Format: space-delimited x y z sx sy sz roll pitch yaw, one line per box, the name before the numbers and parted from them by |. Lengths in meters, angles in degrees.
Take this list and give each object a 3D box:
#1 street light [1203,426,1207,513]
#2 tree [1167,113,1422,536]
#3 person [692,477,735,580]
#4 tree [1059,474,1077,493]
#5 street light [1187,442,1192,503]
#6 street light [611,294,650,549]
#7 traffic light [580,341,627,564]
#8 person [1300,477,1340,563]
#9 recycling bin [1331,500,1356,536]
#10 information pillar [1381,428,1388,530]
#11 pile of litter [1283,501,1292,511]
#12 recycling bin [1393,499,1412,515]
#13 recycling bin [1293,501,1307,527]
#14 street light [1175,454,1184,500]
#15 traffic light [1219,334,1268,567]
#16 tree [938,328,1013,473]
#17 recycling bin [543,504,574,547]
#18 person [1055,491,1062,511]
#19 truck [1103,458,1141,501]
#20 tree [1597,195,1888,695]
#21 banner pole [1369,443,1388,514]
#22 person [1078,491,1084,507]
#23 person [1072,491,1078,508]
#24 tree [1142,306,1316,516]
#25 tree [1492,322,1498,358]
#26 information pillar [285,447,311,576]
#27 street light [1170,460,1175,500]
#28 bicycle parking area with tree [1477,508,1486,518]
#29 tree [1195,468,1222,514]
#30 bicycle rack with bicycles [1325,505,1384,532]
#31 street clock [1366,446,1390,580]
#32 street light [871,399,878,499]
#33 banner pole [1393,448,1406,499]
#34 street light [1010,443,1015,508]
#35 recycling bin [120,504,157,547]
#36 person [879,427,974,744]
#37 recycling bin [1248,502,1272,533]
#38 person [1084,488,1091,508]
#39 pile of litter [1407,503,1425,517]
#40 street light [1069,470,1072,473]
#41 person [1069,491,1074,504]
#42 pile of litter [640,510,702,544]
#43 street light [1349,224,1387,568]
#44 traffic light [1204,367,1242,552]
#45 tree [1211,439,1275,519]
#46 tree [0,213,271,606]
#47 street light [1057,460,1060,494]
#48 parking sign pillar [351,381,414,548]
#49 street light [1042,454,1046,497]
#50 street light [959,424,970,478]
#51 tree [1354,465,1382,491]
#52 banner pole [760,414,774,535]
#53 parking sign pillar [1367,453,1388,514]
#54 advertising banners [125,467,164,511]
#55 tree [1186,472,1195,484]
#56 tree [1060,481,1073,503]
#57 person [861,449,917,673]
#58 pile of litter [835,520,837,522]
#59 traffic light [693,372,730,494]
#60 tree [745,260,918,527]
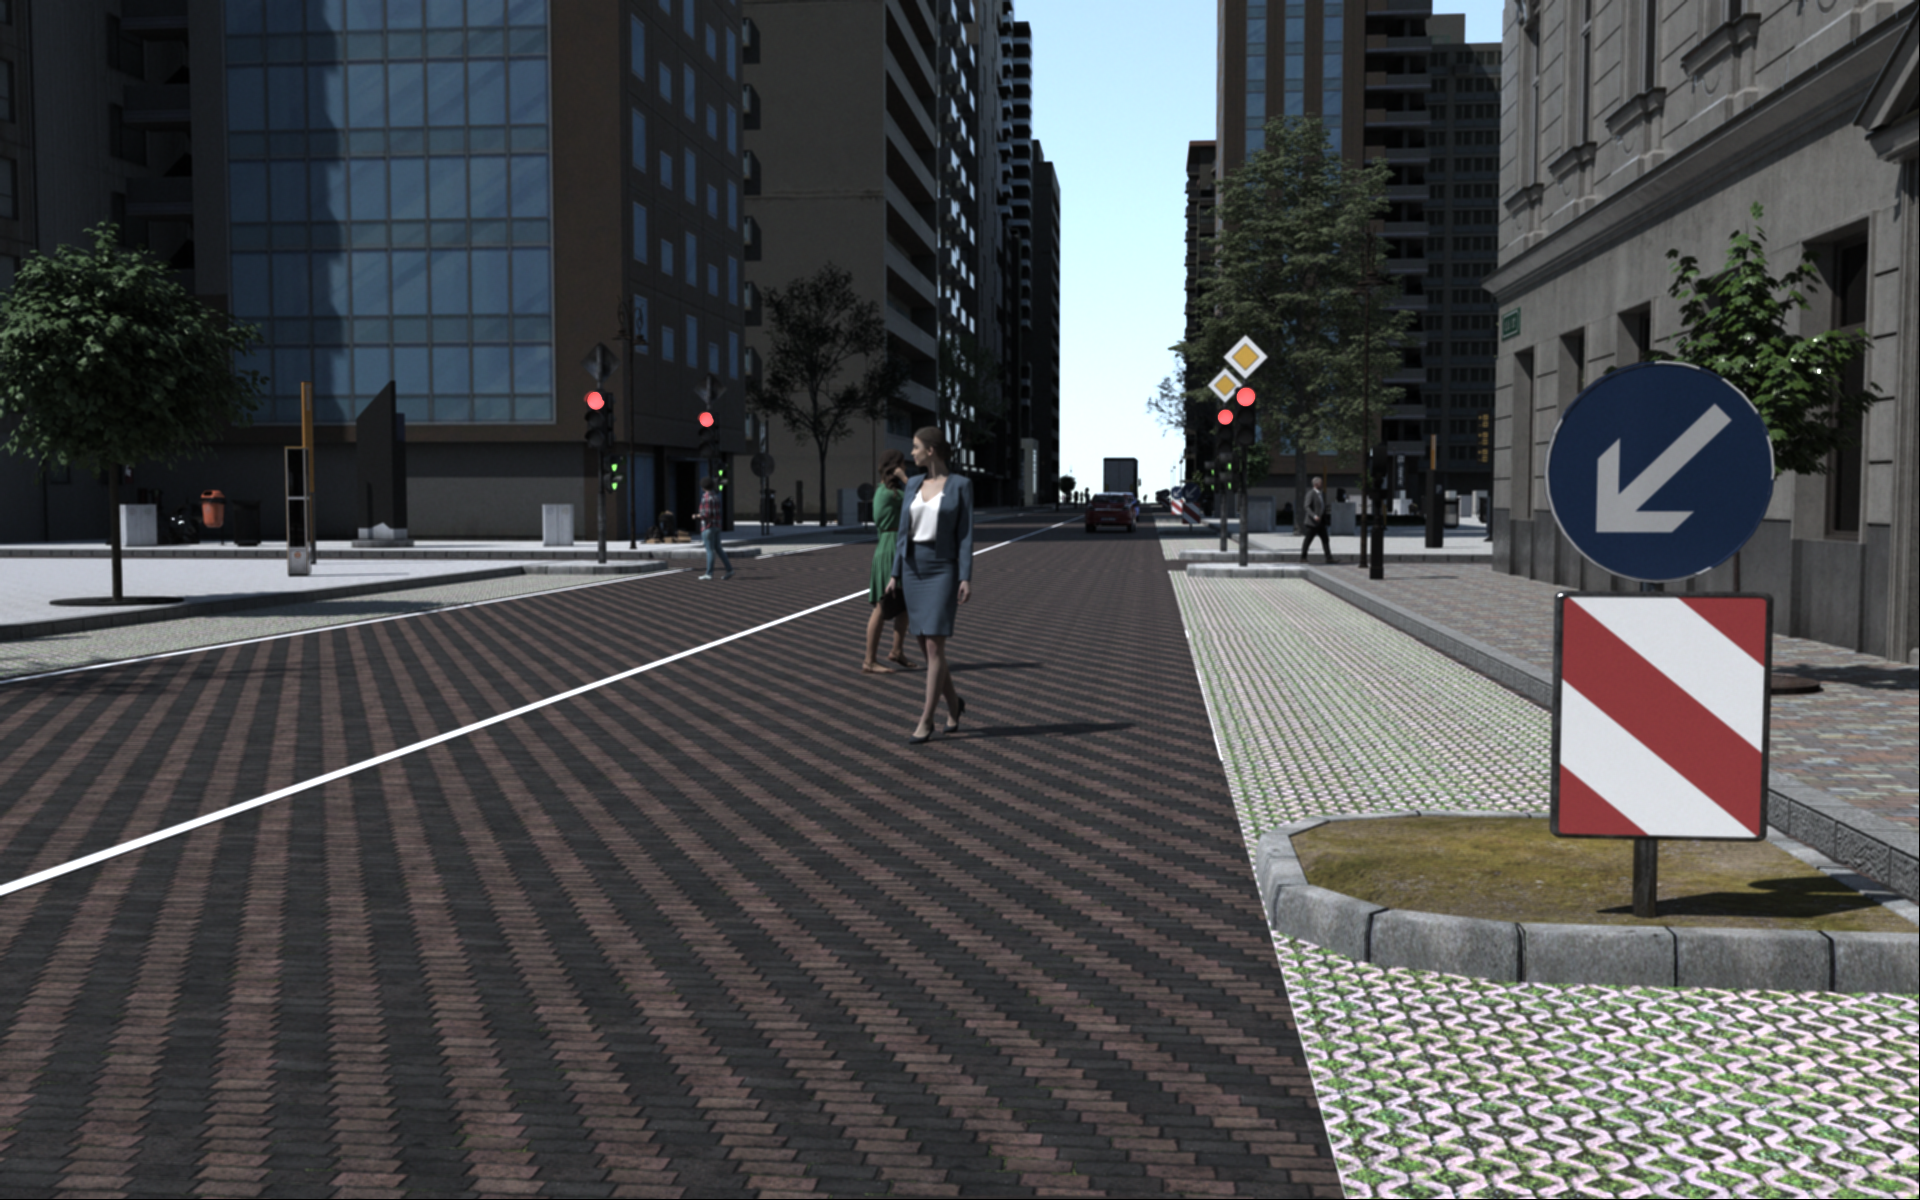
street light | 16.303 -8.726 115.457 0.468 5.910 1.993 0 4 6
tree | 10.148 -8.231 52.706 7.486 12.596 7.792 0 3 0
person | -4.144 -1.206 29.052 0.643 1.720 0.563 1 4 17
tree | 16.463 -17.400 268.202 4.285 4.588 4.351 0 3 0
street light | 20.150 -10.966 152.086 0.468 5.910 1.993 0 4 6
street light | -7.625 -4.126 40.244 0.468 5.910 1.993 0 4 6
traffic light | -6.585 -2.626 31.855 0.839 4.253 0.868 0 4 6
person | 7.343 -1.619 35.362 0.834 1.777 0.661 3 4 36
recycling bin | 11.916 -2.525 53.837 0.722 1.027 0.722 1 4 16
information pillar | 15.178 -4.317 61.934 0.183 3.616 0.504 0 4 3
pile of litter | 19.778 -5.441 102.926 1.176 0.858 1.719 3 5 43
recycling bin | 22.576 -4.638 88.383 0.722 1.027 0.722 -1 4 -16
recycling bin | 13.357 -3.353 67.377 0.722 1.027 0.722 1 4 13
street light | 25.136 -13.752 197.625 0.468 5.910 1.993 0 4 6
traffic light | 5.010 -2.551 30.622 0.839 4.253 0.868 0 4 6
tree | -0.580 -11.040 106.267 9.928 11.665 9.643 0 3 0
recycling bin | -9.884 -1.839 42.629 0.722 1.027 0.722 -1 4 -11
person | 8.389 -8.465 147.586 0.721 1.739 1.217 -2 4 -25
truck | 12.969 -9.173 138.893 2.839 4.237 11.283 0 4 7
tree | 5.146 -1.022 11.319 1.663 3.219 1.824 0 3 0
banner pole | 18.142 -5.206 75.135 0.863 3.779 0.401 -1 4 -9
person | 13.286 -11.026 189.501 1.217 1.735 0.721 -1 4 -13
person | 11.507 -10.045 173.251 0.721 1.766 1.217 -2 4 -26
tree | 16.096 -11.742 102.357 12.009 13.543 11.850 0 3 0
tree | 20.569 -6.746 60.655 4.737 8.622 4.395 0 3 0
information pillar | -10.336 -1.380 27.050 0.304 2.012 0.304 -1 4 -11
street light | 28.997 -15.997 234.331 0.468 5.910 1.993 0 4 6
bicycle parking area with tree | 28.478 -5.738 80.822 9.016 4.147 8.231 2 4 24
tree | 16.416 -7.169 111.811 1.663 3.219 1.824 0 3 0
bicycle rack with bicycles | 12.872 -2.769 58.660 2.925 0.926 2.852 -3 5 -39
street clock | 6.271 -1.311 26.010 0.358 2.002 0.471 0 4 8
street light | -3.819 -6.366 76.877 0.468 5.910 1.993 0 4 6
banner pole | 23.627 -6.327 93.460 0.863 3.779 0.401 -1 4 -12
street light | 4.623 -11.086 154.038 0.468 5.910 1.993 0 4 6
recycling bin | -20.073 -1.821 42.319 0.722 1.027 0.722 -2 4 -34
person | -0.119 -0.100 10.151 0.581 1.822 0.654 3 5 44
recycling bin | 9.937 -2.748 57.477 0.722 1.027 0.722 1 4 20
person | 7.059 -5.251 94.622 0.573 1.790 0.520 -1 4 -21
pile of litter | 21.259 -4.135 81.570 1.719 0.858 1.176 1 4 18
street light | 17.494 -18.369 273.119 0.468 5.910 1.993 0 4 6
person | 14.369 -13.306 226.051 1.348 1.824 0.705 1 4 12
pile of litter | -7.549 -1.920 45.360 1.719 0.858 1.176 -1 4 -17
street light | 7.027 -3.498 29.986 0.468 5.910 1.993 0 4 6
traffic light | 5.868 -3.036 38.561 0.839 4.253 0.868 0 4 6
tree | 14.641 -6.483 89.710 4.285 4.588 4.351 0 3 0
tree | -10.052 -2.242 20.365 4.285 4.588 4.351 0 3 0
street light | 13.417 -16.119 236.326 0.468 5.910 1.993 0 4 6
parking sign pillar | -13.927 -3.255 41.687 1.447 3.967 1.447 2 4 33
street light | 9.633 -13.878 199.690 0.468 5.910 1.993 0 4 6
street light | 0.175 -8.606 113.490 0.468 5.910 1.993 0 4 6
tree | 21.798 -5.899 91.044 1.663 3.219 1.824 0 3 0
banner pole | -6.052 -3.894 53.689 0.401 3.779 0.863 1 4 15
parking sign pillar | 24.647 -6.982 102.635 1.447 3.967 1.447 1 4 22
advertising banners | -21.899 -3.072 46.410 0.090 3.025 2.074 0 4 2
tree | 17.439 -8.144 127.755 1.663 3.219 1.824 0 3 0
tree | 15.603 -16.069 257.333 1.663 3.219 1.824 0 3 0
person | -0.565 -0.319 13.957 0.529 1.795 0.600 -2 4 -26
pile of litter | -4.973 -3.942 78.414 1.176 0.858 1.719 -2 4 -33
traffic light | -5.727 -3.111 39.794 0.839 4.253 0.868 0 4 6
tree | -5.192 -8.182 68.185 8.767 10.594 7.601 2 4 32
